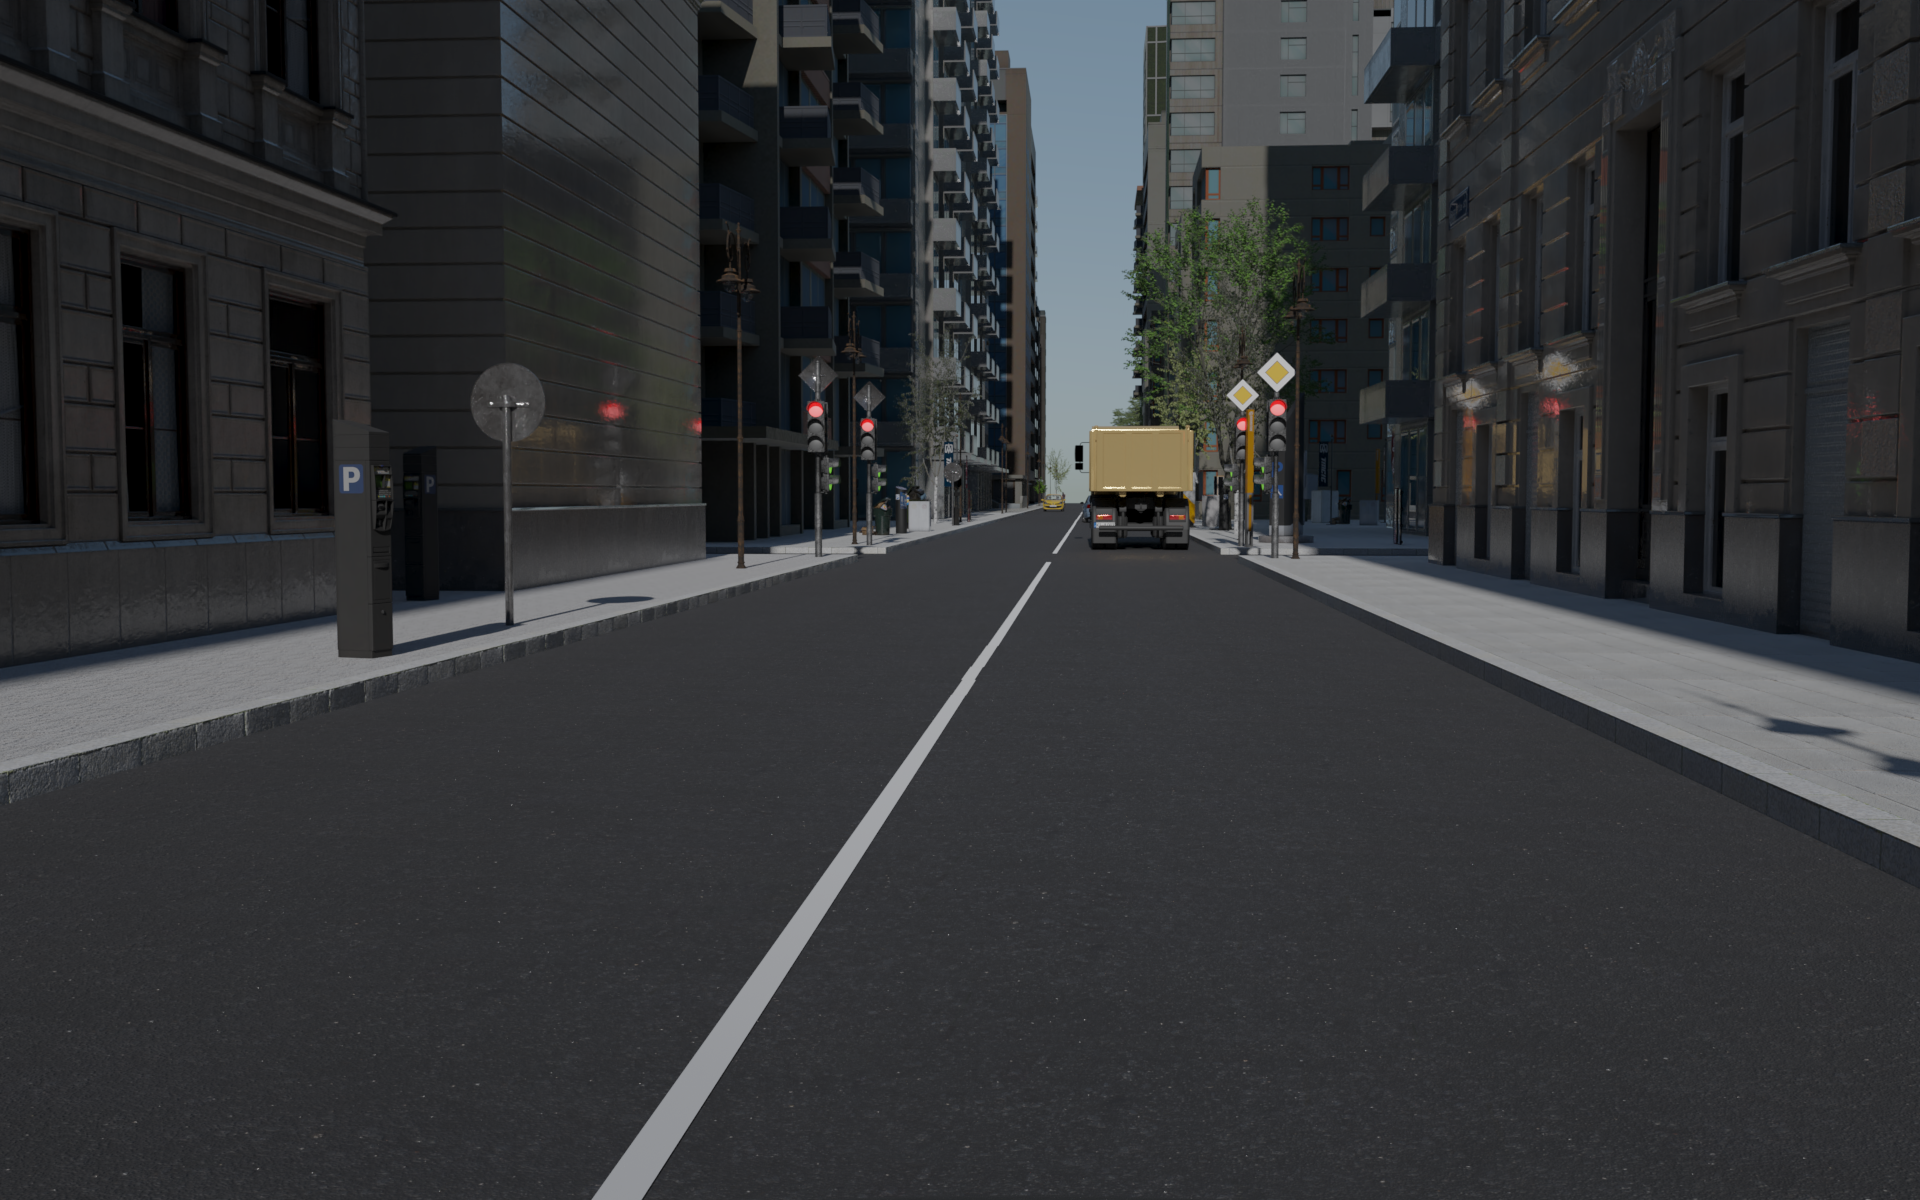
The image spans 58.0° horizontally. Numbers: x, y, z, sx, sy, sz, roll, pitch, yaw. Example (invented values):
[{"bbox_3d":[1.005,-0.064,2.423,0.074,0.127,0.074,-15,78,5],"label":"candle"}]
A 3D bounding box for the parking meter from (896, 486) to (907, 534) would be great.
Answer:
[{"bbox_3d":[-1.900,-2.918,56.118,0.372,1.533,0.369,0,3,0],"label":"parking meter"}]

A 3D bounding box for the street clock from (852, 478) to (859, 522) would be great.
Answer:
[{"bbox_3d":[-4.820,-4.614,80.004,0.358,2.002,0.471,0,4,4],"label":"street clock"}]

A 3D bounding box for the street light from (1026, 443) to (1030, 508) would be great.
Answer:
[{"bbox_3d":[6.061,-11.138,154.887,0.468,5.910,1.993,0,4,4],"label":"street light"}]

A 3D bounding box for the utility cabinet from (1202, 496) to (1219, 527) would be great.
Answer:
[{"bbox_3d":[10.121,-3.521,68.732,1.020,1.237,0.306,-1,4,-22],"label":"utility cabinet"}]

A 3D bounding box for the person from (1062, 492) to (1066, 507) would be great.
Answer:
[{"bbox_3d":[11.111,-10.751,185.746,0.415,1.643,0.593,2,4,29],"label":"person"}]

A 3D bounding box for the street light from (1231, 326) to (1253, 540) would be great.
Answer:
[{"bbox_3d":[7.772,-4.591,47.852,0.468,5.910,1.993,0,4,4],"label":"street light"}]

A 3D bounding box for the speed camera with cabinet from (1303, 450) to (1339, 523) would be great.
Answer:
[{"bbox_3d":[17.210,-5.459,83.598,2.038,3.252,0.660,0,4,-5],"label":"speed camera with cabinet"}]

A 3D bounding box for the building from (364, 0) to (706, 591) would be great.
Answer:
[{"bbox_3d":[-17.543,-14.157,28.733,25.104,27.353,12.463,0,4,4],"label":"building"}]

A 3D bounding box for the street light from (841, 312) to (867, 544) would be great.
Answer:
[{"bbox_3d":[-2.688,-4.358,44.042,0.468,5.910,1.993,0,4,4],"label":"street light"}]

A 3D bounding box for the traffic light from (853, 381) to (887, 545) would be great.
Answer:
[{"bbox_3d":[-2.245,-3.316,43.142,0.839,4.253,0.868,0,4,4],"label":"traffic light"}]

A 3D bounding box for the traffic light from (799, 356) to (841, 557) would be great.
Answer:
[{"bbox_3d":[-2.864,-2.829,35.181,0.839,4.253,0.868,0,4,4],"label":"traffic light"}]

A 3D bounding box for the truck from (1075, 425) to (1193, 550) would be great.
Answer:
[{"bbox_3d":[4.888,-3.189,48.057,3.469,3.379,9.791,0,4,4],"label":"truck"}]

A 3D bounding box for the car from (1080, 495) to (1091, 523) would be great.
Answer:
[{"bbox_3d":[7.105,-4.639,87.854,2.014,1.417,4.499,0,4,3],"label":"car"}]

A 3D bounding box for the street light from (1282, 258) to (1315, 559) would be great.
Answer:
[{"bbox_3d":[6.639,-3.750,34.096,0.468,5.910,1.993,0,4,4],"label":"street light"}]

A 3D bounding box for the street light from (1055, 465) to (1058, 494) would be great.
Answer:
[{"bbox_3d":[15.234,-18.367,273.088,0.468,5.910,1.993,0,4,4],"label":"street light"}]

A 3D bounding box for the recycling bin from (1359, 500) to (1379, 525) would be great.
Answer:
[{"bbox_3d":[16.819,-3.585,71.175,0.722,1.027,0.722,1,4,19],"label":"recycling bin"}]

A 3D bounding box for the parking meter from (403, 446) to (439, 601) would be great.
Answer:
[{"bbox_3d":[-6.493,-0.926,20.858,0.255,1.863,0.399,1,4,17],"label":"parking meter"}]

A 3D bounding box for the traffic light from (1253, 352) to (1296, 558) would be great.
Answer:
[{"bbox_3d":[6.271,-2.787,34.489,0.839,4.253,0.868,0,4,4],"label":"traffic light"}]

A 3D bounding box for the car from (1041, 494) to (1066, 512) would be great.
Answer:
[{"bbox_3d":[7.758,-8.143,143.359,2.015,1.641,3.980,0,4,5],"label":"car"}]

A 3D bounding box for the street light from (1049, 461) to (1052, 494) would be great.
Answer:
[{"bbox_3d":[12.438,-16.251,238.485,0.468,5.910,1.993,0,4,4],"label":"street light"}]

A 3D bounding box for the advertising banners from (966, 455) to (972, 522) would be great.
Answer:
[{"bbox_3d":[0.389,-5.058,78.882,0.090,3.025,2.074,0,4,7],"label":"advertising banners"}]

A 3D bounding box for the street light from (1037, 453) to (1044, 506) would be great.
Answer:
[{"bbox_3d":[8.678,-13.276,189.853,0.468,5.910,1.993,0,4,4],"label":"street light"}]

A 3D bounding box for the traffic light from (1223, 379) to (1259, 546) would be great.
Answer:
[{"bbox_3d":[6.890,-3.274,42.450,0.839,4.253,0.868,0,4,4],"label":"traffic light"}]

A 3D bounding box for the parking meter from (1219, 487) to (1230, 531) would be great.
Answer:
[{"bbox_3d":[9.297,-3.211,60.906,0.372,1.533,0.369,0,3,0],"label":"parking meter"}]

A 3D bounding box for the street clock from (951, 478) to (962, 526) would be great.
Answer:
[{"bbox_3d":[-0.150,-4.035,70.536,0.358,2.002,0.471,2,4,32],"label":"street clock"}]

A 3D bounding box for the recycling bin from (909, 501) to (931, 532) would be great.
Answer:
[{"bbox_3d":[-1.377,-2.874,59.544,0.722,1.027,0.722,0,4,4],"label":"recycling bin"}]

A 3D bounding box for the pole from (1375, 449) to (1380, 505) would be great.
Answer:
[{"bbox_3d":[18.929,-5.179,78.520,0.158,3.312,0.155,0,3,0],"label":"pole"}]

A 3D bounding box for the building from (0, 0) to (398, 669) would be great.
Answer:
[{"bbox_3d":[-11.901,-8.923,10.522,10.561,19.102,19.286,0,4,4],"label":"building"}]

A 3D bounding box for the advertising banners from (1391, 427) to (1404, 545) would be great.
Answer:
[{"bbox_3d":[11.192,-2.947,44.364,0.090,3.025,2.074,0,4,7],"label":"advertising banners"}]

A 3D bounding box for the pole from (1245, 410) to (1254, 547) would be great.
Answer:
[{"bbox_3d":[7.003,-2.939,41.902,0.158,3.312,0.155,0,3,0],"label":"pole"}]

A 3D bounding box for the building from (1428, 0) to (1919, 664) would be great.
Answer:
[{"bbox_3d":[13.438,-13.565,19.058,12.463,27.353,25.104,0,4,4],"label":"building"}]

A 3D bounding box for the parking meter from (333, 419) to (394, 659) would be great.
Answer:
[{"bbox_3d":[-4.677,-0.482,13.599,0.399,1.863,0.255,1,4,19],"label":"parking meter"}]

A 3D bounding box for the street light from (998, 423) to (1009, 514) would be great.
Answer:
[{"bbox_3d":[2.768,-8.586,113.170,0.468,5.910,1.993,0,4,4],"label":"street light"}]

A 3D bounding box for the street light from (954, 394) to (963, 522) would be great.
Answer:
[{"bbox_3d":[0.024,-6.472,78.608,0.468,5.910,1.993,0,4,4],"label":"street light"}]

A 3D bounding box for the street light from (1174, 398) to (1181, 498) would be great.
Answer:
[{"bbox_3d":[10.427,-6.705,82.422,0.468,5.910,1.993,0,4,4],"label":"street light"}]

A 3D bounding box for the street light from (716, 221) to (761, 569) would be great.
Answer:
[{"bbox_3d":[-3.771,-3.479,29.667,0.468,5.910,1.993,0,4,4],"label":"street light"}]
